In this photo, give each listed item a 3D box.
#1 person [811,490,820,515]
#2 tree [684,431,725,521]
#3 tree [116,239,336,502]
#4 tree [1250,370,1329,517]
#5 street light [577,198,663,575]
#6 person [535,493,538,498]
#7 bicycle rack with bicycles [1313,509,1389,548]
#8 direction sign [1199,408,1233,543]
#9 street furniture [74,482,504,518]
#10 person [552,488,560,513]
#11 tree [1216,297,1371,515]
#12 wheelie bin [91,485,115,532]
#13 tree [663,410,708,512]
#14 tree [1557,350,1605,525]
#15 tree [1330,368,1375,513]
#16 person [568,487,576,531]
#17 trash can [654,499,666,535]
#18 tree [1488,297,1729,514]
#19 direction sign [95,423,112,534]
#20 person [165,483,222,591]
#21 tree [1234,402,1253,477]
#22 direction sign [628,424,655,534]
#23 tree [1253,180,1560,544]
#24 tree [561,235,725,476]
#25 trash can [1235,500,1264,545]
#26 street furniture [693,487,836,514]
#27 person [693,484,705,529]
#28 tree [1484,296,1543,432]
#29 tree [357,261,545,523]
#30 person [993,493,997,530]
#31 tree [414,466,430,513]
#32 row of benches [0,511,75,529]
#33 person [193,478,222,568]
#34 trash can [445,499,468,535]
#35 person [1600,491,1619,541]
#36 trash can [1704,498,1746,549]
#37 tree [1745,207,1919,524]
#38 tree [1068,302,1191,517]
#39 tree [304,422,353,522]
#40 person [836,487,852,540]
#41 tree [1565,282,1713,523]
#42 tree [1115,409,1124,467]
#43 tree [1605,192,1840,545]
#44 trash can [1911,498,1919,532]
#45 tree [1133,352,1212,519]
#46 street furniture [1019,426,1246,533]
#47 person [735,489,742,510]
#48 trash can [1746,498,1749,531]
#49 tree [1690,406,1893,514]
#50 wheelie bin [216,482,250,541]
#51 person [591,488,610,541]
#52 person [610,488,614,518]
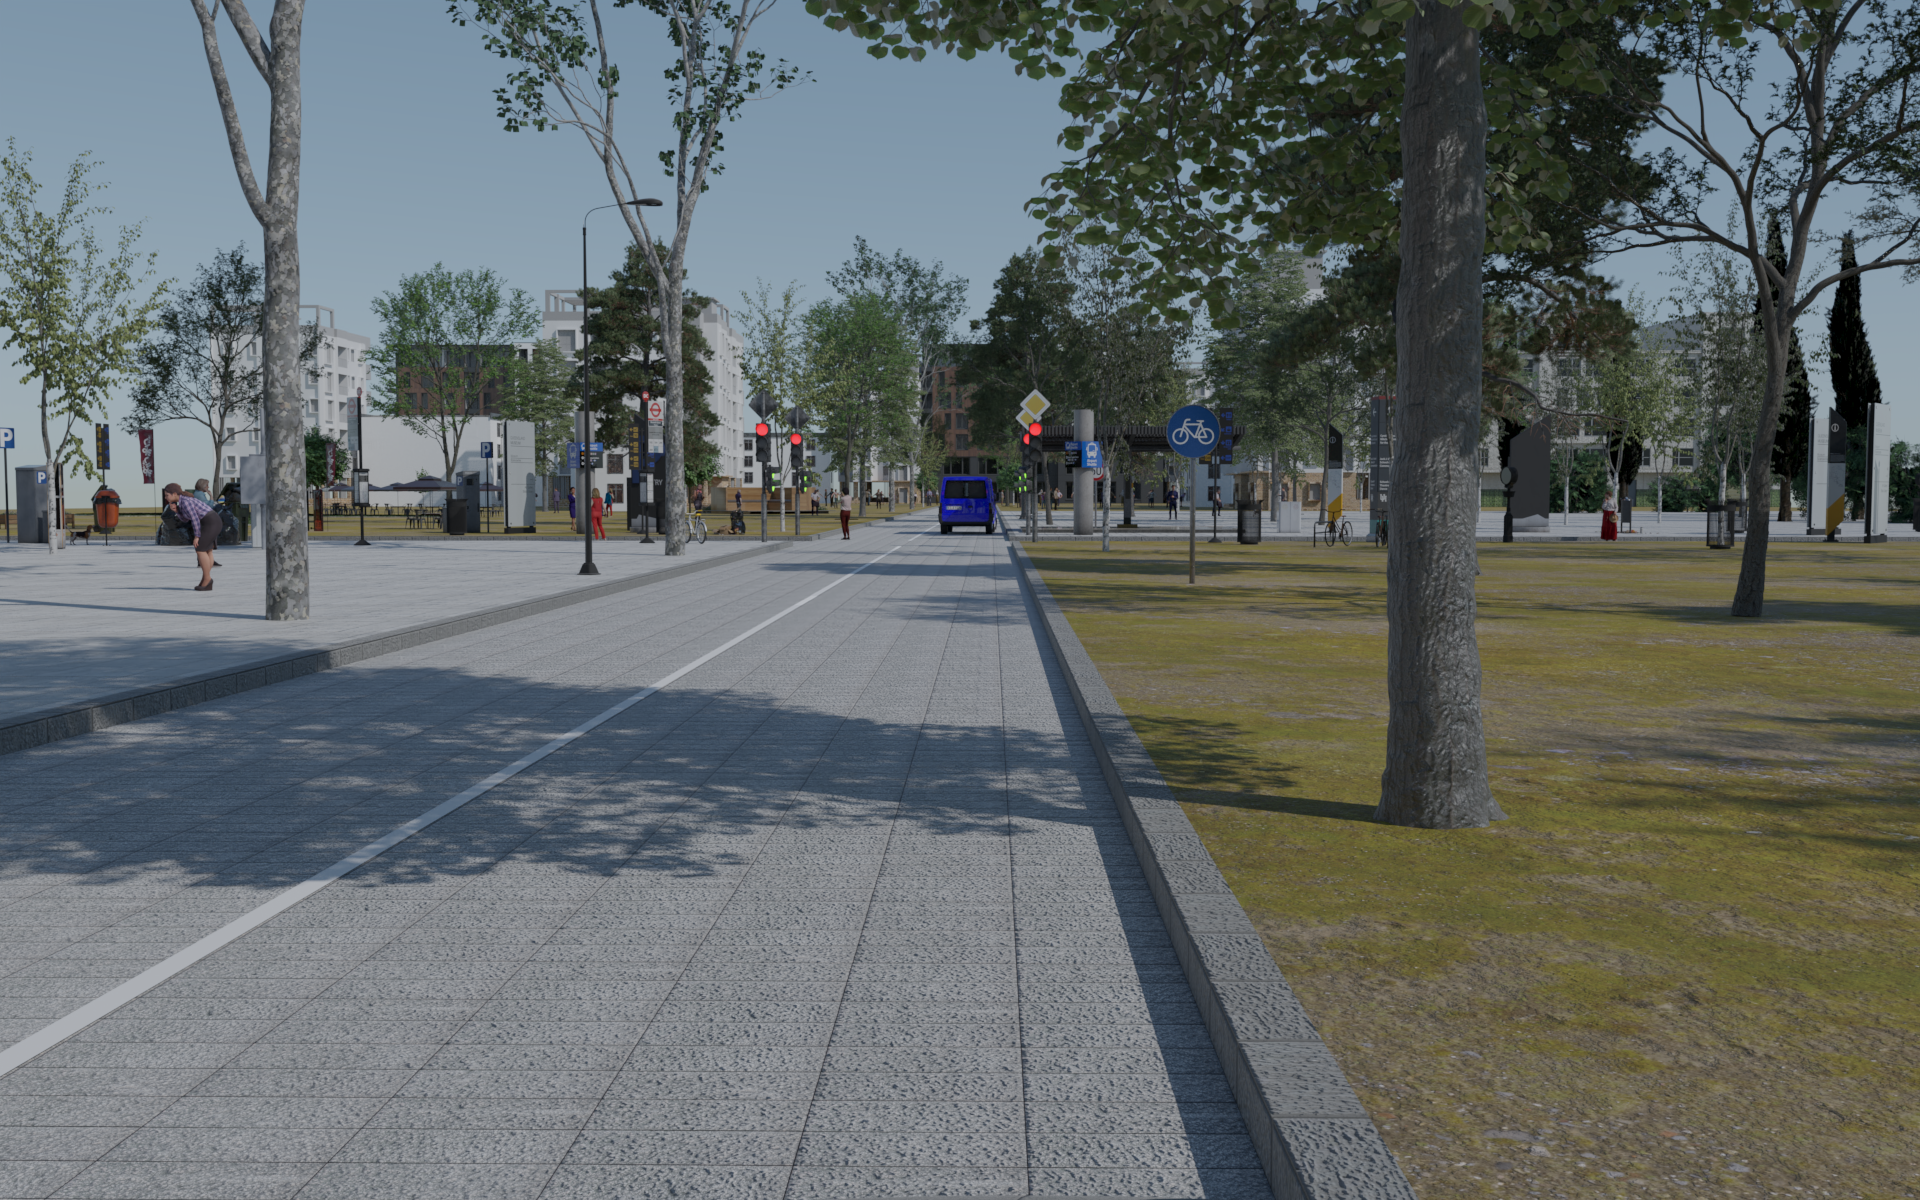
[{"bbox_3d":[-8.804,-5.953,105.590,0.614,1.554,0.590,-1,4,-22],"label":"person"},{"bbox_3d":[-13.178,-6.126,83.879,4.285,4.588,4.351,0,3,0],"label":"tree"},{"bbox_3d":[-27.025,-7.874,63.156,7.601,10.594,8.767,0,4,5],"label":"tree"},{"bbox_3d":[16.372,-8.491,89.198,4.737,8.622,4.395,0,3,0],"label":"tree"},{"bbox_3d":[-5.360,-3.352,27.346,1.470,5.913,1.316,0,4,1],"label":"street light"},{"bbox_3d":[-29.543,-6.848,119.879,0.662,1.594,0.647,0,4,4],"label":"person"},{"bbox_3d":[9.907,-1.760,42.162,2.852,0.926,2.925,2,4,28],"label":"bicycle rack with bicycles"},{"bbox_3d":[6.725,-3.277,45.581,0.876,3.537,0.379,1,4,11],"label":"direction sign"},{"bbox_3d":[-38.776,-5.800,99.853,27.439,1.986,14.083,3,5,40],"label":"street furniture"},{"bbox_3d":[-26.959,-6.651,115.709,0.541,1.710,0.530,-2,4,-24],"label":"person"},{"bbox_3d":[20.911,-12.103,108.258,12.009,13.543,11.850,0,3,0],"label":"tree"},{"bbox_3d":[-28.744,-3.078,58.231,0.693,1.594,0.980,-1,4,-10],"label":"wheelie bin"},{"bbox_3d":[-19.540,-10.467,121.505,4.360,8.622,3.978,0,3,0],"label":"tree"},{"bbox_3d":[24.995,-7.433,71.899,4.360,8.622,3.978,0,3,0],"label":"tree"},{"bbox_3d":[20.457,-8.947,96.654,4.737,8.622,4.395,0,3,0],"label":"tree"},{"bbox_3d":[-13.377,-3.173,60.290,0.546,1.535,0.453,2,4,25],"label":"person"},{"bbox_3d":[-9.300,-2.633,54.707,0.748,1.137,0.748,0,3,0],"label":"trash can"},{"bbox_3d":[44.877,-13.385,120.659,18.604,14.587,13.155,-3,4,-36],"label":"tree"},{"bbox_3d":[-27.479,-3.889,55.583,0.379,3.537,0.876,0,4,-2],"label":"direction sign"},{"bbox_3d":[-10.106,-0.831,22.866,0.697,1.427,0.421,-2,4,-35],"label":"person"},{"bbox_3d":[21.608,-10.759,126.264,4.360,8.622,3.978,0,3,0],"label":"tree"},{"bbox_3d":[-10.250,-3.905,55.842,0.876,3.537,0.379,-2,4,-31],"label":"direction sign"},{"bbox_3d":[8.979,-5.170,34.887,4.360,8.622,3.978,0,3,0],"label":"tree"},{"bbox_3d":[-13.323,-9.203,72.528,6.751,12.117,7.091,0,3,0],"label":"tree"},{"bbox_3d":[7.353,-1.979,44.016,0.748,1.137,0.748,0,3,0],"label":"trash can"},{"bbox_3d":[-12.328,-6.590,114.604,9.812,1.723,11.010,-3,5,-39],"label":"street furniture"},{"bbox_3d":[-9.428,-3.372,62.641,0.415,1.643,0.593,-1,4,-14],"label":"person"},{"bbox_3d":[24.864,-9.755,85.243,9.928,11.665,9.643,0,3,0],"label":"tree"},{"bbox_3d":[-22.413,-9.202,76.216,9.928,11.665,9.643,0,3,0],"label":"tree"},{"bbox_3d":[1.222,-3.709,69.851,0.576,1.737,0.504,3,5,42],"label":"person"},{"bbox_3d":[-37.072,-7.619,119.175,1.663,3.219,1.824,0,3,0],"label":"tree"},{"bbox_3d":[-34.546,-2.942,63.572,1.422,0.672,4.104,3,4,37],"label":"row of benches"},{"bbox_3d":[-13.115,-1.332,30.039,0.429,1.552,0.499,0,4,-2],"label":"person"},{"bbox_3d":[-15.640,-2.579,53.813,0.748,1.137,0.748,0,3,0],"label":"trash can"},{"bbox_3d":[19.332,-2.480,51.508,0.523,1.526,0.387,3,4,38],"label":"person"},{"bbox_3d":[17.733,-1.756,40.369,0.748,1.137,0.748,0,3,0],"label":"trash can"},{"bbox_3d":[44.068,-11.007,81.785,13.155,14.587,18.604,2,4,25],"label":"tree"},{"bbox_3d":[9.539,-10.730,97.485,6.751,12.117,7.091,0,3,0],"label":"tree"},{"bbox_3d":[-29.539,-5.847,79.318,4.285,4.588,4.351,0,3,0],"label":"tree"},{"bbox_3d":[-3.638,-2.707,54.222,0.517,1.644,0.566,0,4,4],"label":"person"},{"bbox_3d":[23.319,-6.783,61.264,4.737,8.622,4.395,0,3,0],"label":"tree"},{"bbox_3d":[11.874,-10.257,118.071,4.737,8.622,4.395,0,3,0],"label":"tree"},{"bbox_3d":[19.199,-5.667,43.010,4.360,8.622,3.978,0,3,0],"label":"tree"},{"bbox_3d":[32.881,-2.903,59.122,0.748,1.137,0.748,0,3,0],"label":"trash can"},{"bbox_3d":[11.204,-8.543,90.033,4.737,8.622,4.395,0,3,0],"label":"tree"},{"bbox_3d":[5.770,-4.131,59.642,7.346,3.524,5.398,0,4,1],"label":"street furniture"},{"bbox_3d":[-12.789,-5.581,99.506,0.471,1.553,0.569,-1,4,-13],"label":"person"},{"bbox_3d":[25.518,-2.765,56.859,0.748,1.137,0.748,0,3,0],"label":"trash can"},{"bbox_3d":[48.211,-8.438,100.868,11.467,7.101,20.602,1,4,19],"label":"tree"},{"bbox_3d":[-19.603,-2.381,46.834,0.693,1.594,0.980,1,4,12],"label":"wheelie bin"},{"bbox_3d":[-10.741,-2.510,51.251,0.593,1.614,0.444,-1,4,-14],"label":"person"},{"bbox_3d":[-19.094,-5.285,94.163,0.444,1.614,0.593,-2,4,-31],"label":"person"}]
